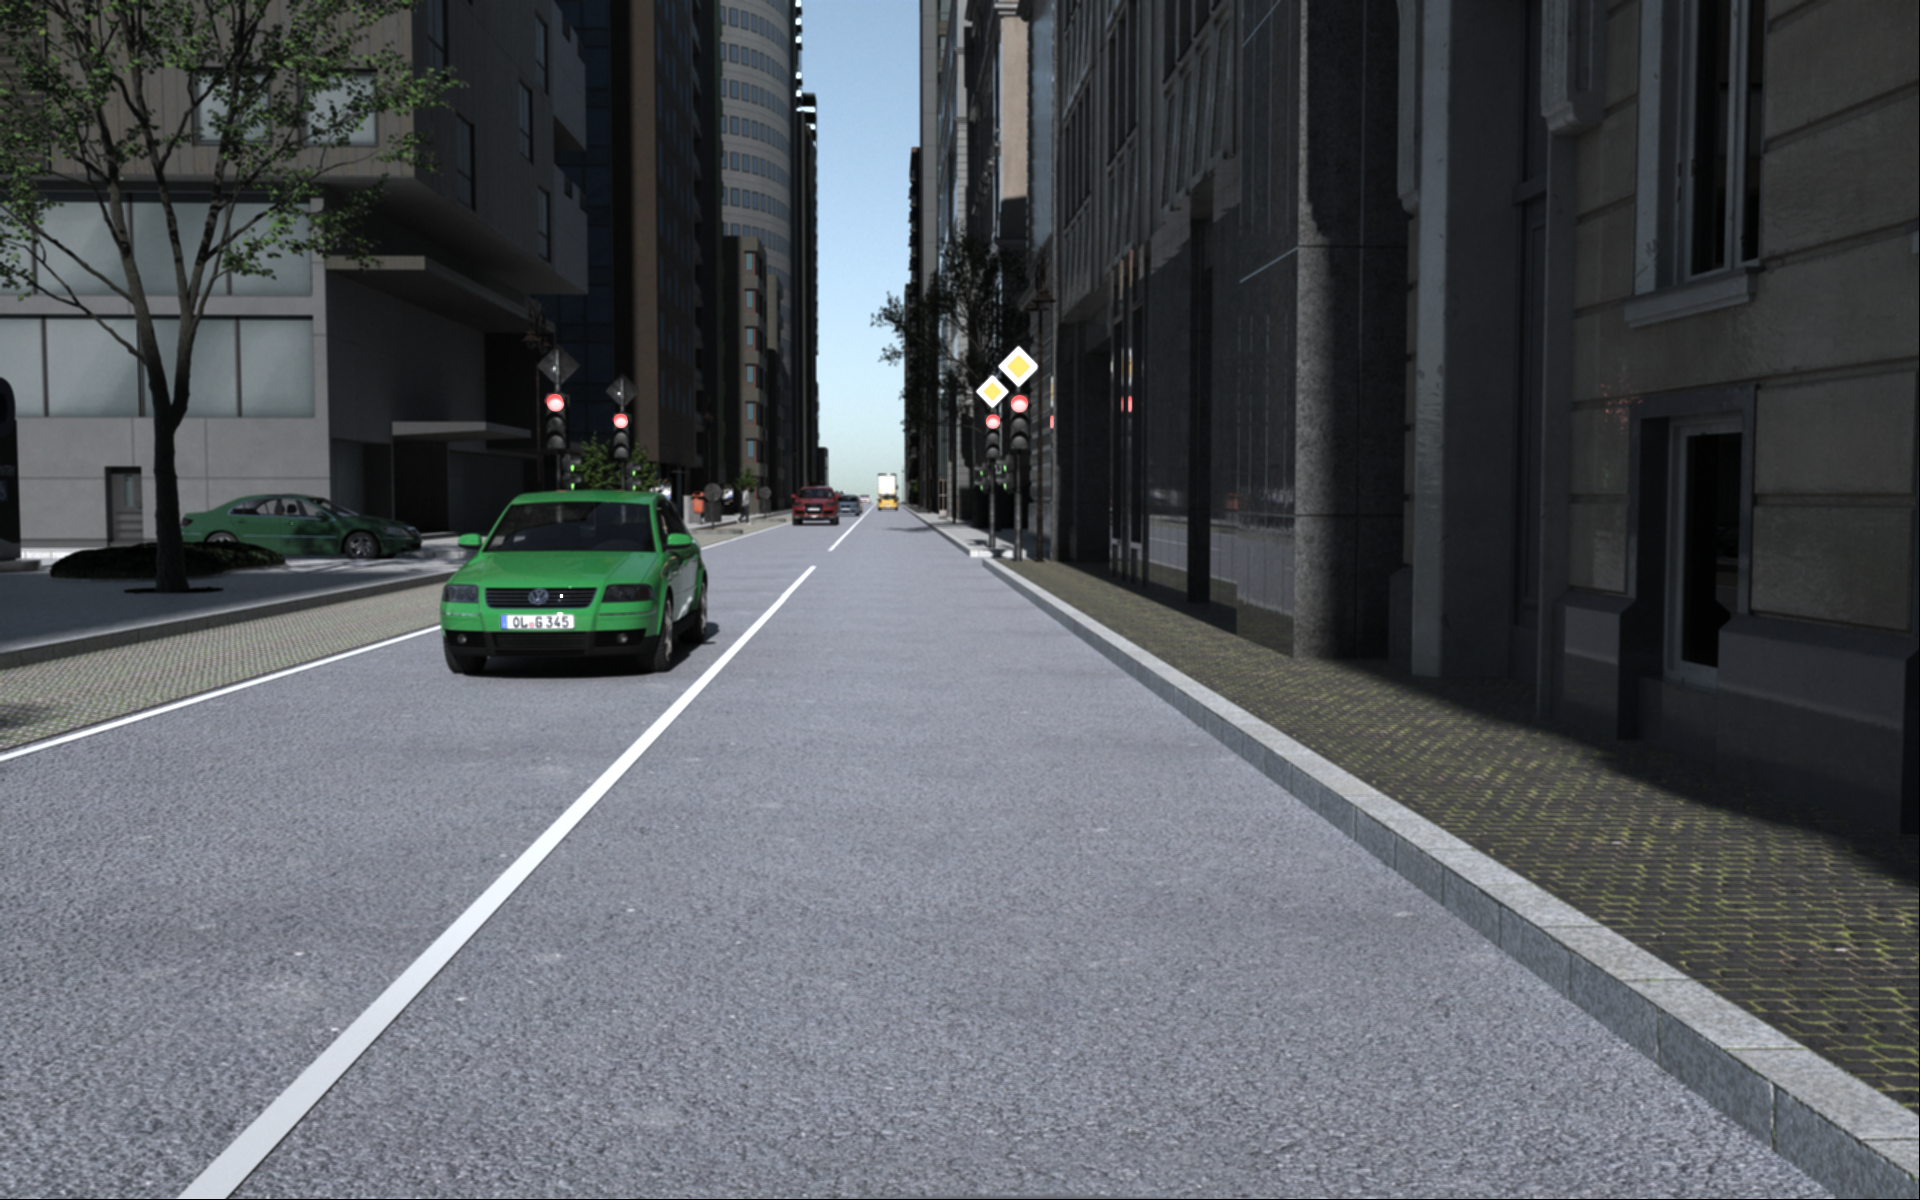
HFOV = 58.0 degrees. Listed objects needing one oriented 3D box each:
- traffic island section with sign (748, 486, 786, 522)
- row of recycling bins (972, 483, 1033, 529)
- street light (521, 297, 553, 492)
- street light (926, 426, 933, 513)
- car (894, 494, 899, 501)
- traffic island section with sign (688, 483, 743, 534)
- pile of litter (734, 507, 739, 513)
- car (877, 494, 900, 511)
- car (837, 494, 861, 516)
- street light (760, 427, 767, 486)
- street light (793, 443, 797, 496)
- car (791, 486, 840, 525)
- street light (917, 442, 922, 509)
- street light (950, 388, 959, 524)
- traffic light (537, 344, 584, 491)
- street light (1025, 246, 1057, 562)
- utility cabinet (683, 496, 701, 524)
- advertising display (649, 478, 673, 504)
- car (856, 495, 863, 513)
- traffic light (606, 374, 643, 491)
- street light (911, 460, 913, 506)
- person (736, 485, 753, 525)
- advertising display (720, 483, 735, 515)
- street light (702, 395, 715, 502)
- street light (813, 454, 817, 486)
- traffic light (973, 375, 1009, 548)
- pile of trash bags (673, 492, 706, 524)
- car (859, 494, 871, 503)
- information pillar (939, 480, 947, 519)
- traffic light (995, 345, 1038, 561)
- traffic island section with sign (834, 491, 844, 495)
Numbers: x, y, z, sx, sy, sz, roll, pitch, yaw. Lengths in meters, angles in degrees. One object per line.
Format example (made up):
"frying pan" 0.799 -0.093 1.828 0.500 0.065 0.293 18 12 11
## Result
"traffic island section with sign" -10.028 -4.950 89.561 1.989 1.847 2.006 0 4 -2
"row of recycling bins" 2.186 -3.510 64.497 3.534 1.692 1.069 1 4 10
"street light" -9.947 -4.164 40.877 0.468 5.910 1.993 0 4 -2
"street light" -2.059 -8.726 115.453 0.468 5.910 1.993 0 4 -2
"car" -8.715 -12.523 216.553 2.131 1.459 4.920 0 4 -1
"traffic island section with sign" -8.849 -3.279 62.239 1.989 1.847 2.006 0 4 -2
"pile of litter" -15.317 -6.131 114.212 1.719 0.858 1.176 -2 4 -24
"car" -6.273 -8.611 151.009 2.015 1.641 3.980 0 4 -1
"car" -7.497 -6.251 114.211 2.014 1.417 4.499 0 4 -2
"street light" -13.253 -8.829 117.139 0.468 5.910 1.993 0 4 -2
"street light" -14.930 -11.280 157.208 0.468 5.910 1.993 0 4 -2
"car" -6.713 -4.412 80.807 2.281 1.827 5.304 0 4 -2
"street light" -3.574 -10.964 152.054 0.468 5.910 1.993 0 4 -2
"street light" -0.256 -6.273 75.351 0.468 5.910 1.993 0 4 -2
"traffic light" -7.514 -2.667 32.522 0.839 4.253 0.868 0 4 -2
"street light" 1.508 -3.656 32.563 0.468 5.910 1.993 0 4 -2
"utility cabinet" -11.692 -3.952 75.775 0.306 1.237 1.020 2 4 25
"advertising display" -11.730 -3.835 67.923 0.974 1.923 0.123 1 4 13
"car" -8.333 -7.216 130.343 2.083 1.381 4.827 0 4 -1
"traffic light" -7.860 -3.155 40.500 0.839 4.253 0.868 0 4 -2
"street light" -5.323 -13.415 192.119 0.468 5.910 1.993 0 4 -2
"person" -10.093 -4.442 80.977 0.795 1.843 0.661 0 4 1
"advertising display" -13.955 -6.037 103.916 0.974 1.923 0.123 2 4 28
"street light" -11.709 -6.615 80.942 0.468 5.910 1.993 0 4 -2
"street light" -16.791 -13.910 200.209 0.468 5.910 1.993 0 4 -2
"traffic light" 0.743 -3.178 40.887 0.839 4.253 0.868 0 4 -2
"pile of trash bags" -12.412 -3.906 73.617 3.447 1.369 1.912 1 4 13
"car" -14.918 -15.827 271.138 2.083 1.381 4.827 0 4 -3
"information pillar" -0.883 -5.236 90.100 0.304 2.012 0.304 3 5 41
"traffic light" 1.088 -2.690 32.909 0.839 4.253 0.868 0 4 -2
"traffic island section with sign" -16.977 -14.763 249.998 1.989 1.847 2.006 0 4 -2
